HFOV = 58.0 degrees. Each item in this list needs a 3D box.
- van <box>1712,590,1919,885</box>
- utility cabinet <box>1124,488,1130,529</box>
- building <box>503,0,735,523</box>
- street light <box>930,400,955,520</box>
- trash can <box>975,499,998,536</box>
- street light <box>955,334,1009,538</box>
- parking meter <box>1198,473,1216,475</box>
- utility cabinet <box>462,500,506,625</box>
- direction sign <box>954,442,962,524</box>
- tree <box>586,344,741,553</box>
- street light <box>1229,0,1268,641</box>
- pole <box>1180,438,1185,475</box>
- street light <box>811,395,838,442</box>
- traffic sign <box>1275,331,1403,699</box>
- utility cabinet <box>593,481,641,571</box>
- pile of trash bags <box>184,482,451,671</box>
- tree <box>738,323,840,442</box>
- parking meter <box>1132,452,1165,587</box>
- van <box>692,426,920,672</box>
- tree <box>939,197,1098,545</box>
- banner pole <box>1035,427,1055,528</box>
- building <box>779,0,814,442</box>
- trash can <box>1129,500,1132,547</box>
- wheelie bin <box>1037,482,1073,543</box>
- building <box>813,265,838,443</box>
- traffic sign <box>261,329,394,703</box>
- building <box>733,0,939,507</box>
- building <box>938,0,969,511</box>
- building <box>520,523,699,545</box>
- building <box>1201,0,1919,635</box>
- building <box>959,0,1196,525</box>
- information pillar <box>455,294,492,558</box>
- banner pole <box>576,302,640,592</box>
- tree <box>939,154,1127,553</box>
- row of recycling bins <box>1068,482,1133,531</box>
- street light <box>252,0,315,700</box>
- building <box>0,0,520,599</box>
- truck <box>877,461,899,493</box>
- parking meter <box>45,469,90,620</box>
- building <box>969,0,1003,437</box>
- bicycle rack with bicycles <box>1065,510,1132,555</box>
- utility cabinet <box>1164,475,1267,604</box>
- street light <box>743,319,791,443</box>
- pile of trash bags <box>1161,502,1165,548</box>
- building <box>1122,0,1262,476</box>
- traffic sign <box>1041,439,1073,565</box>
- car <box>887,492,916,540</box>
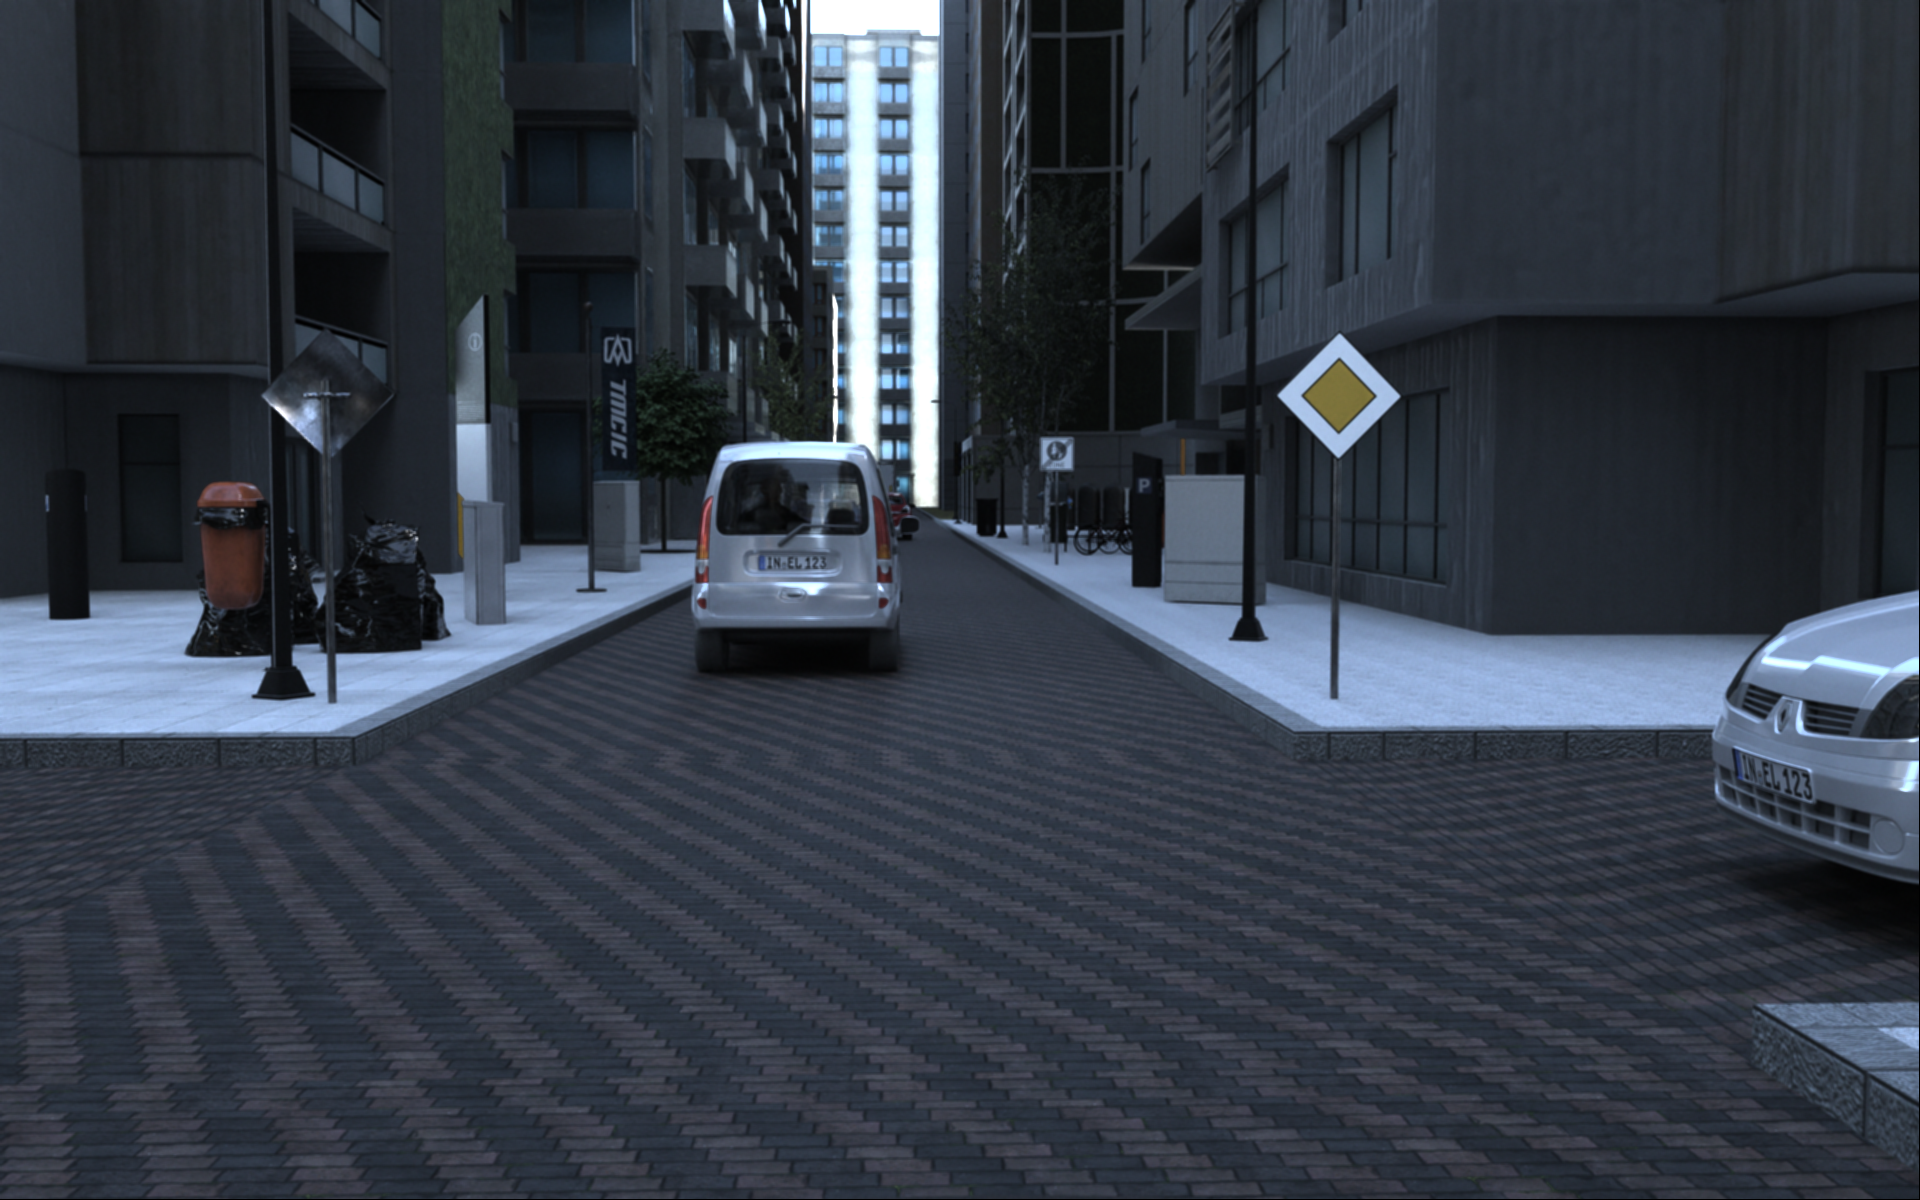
[{"bbox_3d":[4.812,0.064,5.970,4.112,2.044,2.013,0,4,-2],"label":"van"},{"bbox_3d":[6.100,-3.349,63.441,0.318,1.500,1.173,-2,4,-23],"label":"utility cabinet"},{"bbox_3d":[-21.015,-29.357,99.592,23.786,49.044,30.456,0,4,-2],"label":"building"},{"bbox_3d":[-0.766,-6.929,85.831,1.470,5.913,1.316,0,4,-2],"label":"street light"},{"bbox_3d":[0.816,-2.520,52.859,0.748,1.137,0.748,0,3,0],"label":"trash can"},{"bbox_3d":[0.698,-4.765,50.445,1.470,5.913,1.316,0,4,-2],"label":"street light"},{"bbox_3d":[3.039,-0.803,21.543,0.372,1.533,0.369,0,3,0],"label":"parking meter"},{"bbox_3d":[-4.790,-0.384,17.443,0.306,1.237,1.020,-1,4,-23],"label":"utility cabinet"},{"bbox_3d":[-0.086,-5.094,75.282,0.379,3.537,0.876,1,4,22],"label":"direction sign"},{"bbox_3d":[-6.457,-3.330,38.152,4.285,4.588,4.351,0,3,0],"label":"tree"},{"bbox_3d":[1.998,-2.600,15.052,1.470,5.913,1.316,0,4,-2],"label":"street light"},{"bbox_3d":[7.760,-4.070,60.385,0.158,3.312,0.155,0,3,0],"label":"pole"},{"bbox_3d":[-6.447,-6.668,81.561,1.470,5.913,1.316,0,4,-2],"label":"street light"},{"bbox_3d":[2.341,-0.437,10.785,0.795,2.450,0.064,0,4,-2],"label":"traffic sign"},{"bbox_3d":[-5.772,-1.233,28.845,0.318,1.500,1.173,-3,5,-41],"label":"utility cabinet"},{"bbox_3d":[-5.341,-0.260,14.005,1.912,1.369,3.447,0,4,-4],"label":"pile of trash bags"},{"bbox_3d":[-7.520,-7.658,75.572,4.737,8.622,4.395,0,3,0],"label":"tree"},{"bbox_3d":[2.597,-1.112,23.898,0.399,1.863,0.255,2,4,27],"label":"parking meter"},{"bbox_3d":[-1.356,-0.510,15.349,2.013,2.044,4.112,0,4,-2],"label":"van"},{"bbox_3d":[1.597,-5.700,43.560,4.737,8.622,4.395,0,3,0],"label":"tree"},{"bbox_3d":[3.231,-4.573,64.792,0.863,3.779,0.401,0,4,-7],"label":"banner pole"},{"bbox_3d":[-17.694,-28.896,122.562,14.600,45.320,14.200,0,4,-2],"label":"building"},{"bbox_3d":[4.295,-1.749,40.248,0.748,1.137,0.748,0,3,0],"label":"trash can"},{"bbox_3d":[2.514,-2.317,45.798,0.980,1.594,0.693,1,4,9],"label":"wheelie bin"},{"bbox_3d":[-25.279,-18.481,147.204,28.899,21.520,27.650,0,4,-2],"label":"building"},{"bbox_3d":[-3.849,-0.424,10.567,0.795,2.450,0.064,0,4,-2],"label":"traffic sign"},{"bbox_3d":[-6.943,-34.346,181.171,30.456,49.044,23.786,0,4,-2],"label":"building"},{"bbox_3d":[8.663,-36.964,146.356,21.231,58.520,28.212,0,4,-2],"label":"building"},{"bbox_3d":[-17.881,-26.598,54.490,23.786,49.044,30.456,0,4,-2],"label":"building"},{"bbox_3d":[10.675,-20.444,17.855,14.086,41.232,14.154,0,4,-2],"label":"building"},{"bbox_3d":[10.518,-38.922,74.622,20.563,71.187,20.611,0,4,-2],"label":"building"},{"bbox_3d":[-5.739,-1.782,20.485,0.504,3.616,0.183,2,4,28],"label":"information pillar"},{"bbox_3d":[-4.642,-2.005,22.796,0.863,3.779,0.401,-2,4,-23],"label":"banner pole"},{"bbox_3d":[1.834,-5.363,38.047,4.360,8.622,3.978,0,3,0],"label":"tree"},{"bbox_3d":[5.051,-3.318,61.357,3.534,1.692,1.069,0,4,7],"label":"row of recycling bins"},{"bbox_3d":[-3.734,-2.339,10.781,1.470,5.913,1.316,0,4,-2],"label":"street light"},{"bbox_3d":[-15.115,-20.856,24.599,14.154,41.232,14.086,0,4,-2],"label":"building"},{"bbox_3d":[-6.965,-10.131,154.549,2.839,4.237,11.283,0,4,-1],"label":"truck"},{"bbox_3d":[-9.180,-0.575,17.813,0.372,1.533,0.369,0,3,0],"label":"parking meter"},{"bbox_3d":[7.702,-27.302,96.502,14.600,45.320,14.200,0,4,-2],"label":"building"},{"bbox_3d":[3.579,-1.481,37.590,2.925,0.926,2.852,-1,4,-12],"label":"bicycle rack with bicycles"},{"bbox_3d":[2.990,-0.709,20.271,1.173,1.500,0.318,2,4,34],"label":"utility cabinet"},{"bbox_3d":[-5.196,-4.503,46.167,1.470,5.913,1.316,0,4,-2],"label":"street light"},{"bbox_3d":[4.239,-1.080,27.418,3.447,1.369,1.912,-2,4,-35],"label":"pile of trash bags"},{"bbox_3d":[19.224,-27.784,43.502,28.713,52.752,27.495,0,4,-2],"label":"building"},{"bbox_3d":[1.750,-1.786,31.326,0.606,2.300,0.079,0,4,7],"label":"traffic sign"},{"bbox_3d":[-2.473,-2.845,55.563,2.155,1.783,4.494,0,4,-4],"label":"car"}]
